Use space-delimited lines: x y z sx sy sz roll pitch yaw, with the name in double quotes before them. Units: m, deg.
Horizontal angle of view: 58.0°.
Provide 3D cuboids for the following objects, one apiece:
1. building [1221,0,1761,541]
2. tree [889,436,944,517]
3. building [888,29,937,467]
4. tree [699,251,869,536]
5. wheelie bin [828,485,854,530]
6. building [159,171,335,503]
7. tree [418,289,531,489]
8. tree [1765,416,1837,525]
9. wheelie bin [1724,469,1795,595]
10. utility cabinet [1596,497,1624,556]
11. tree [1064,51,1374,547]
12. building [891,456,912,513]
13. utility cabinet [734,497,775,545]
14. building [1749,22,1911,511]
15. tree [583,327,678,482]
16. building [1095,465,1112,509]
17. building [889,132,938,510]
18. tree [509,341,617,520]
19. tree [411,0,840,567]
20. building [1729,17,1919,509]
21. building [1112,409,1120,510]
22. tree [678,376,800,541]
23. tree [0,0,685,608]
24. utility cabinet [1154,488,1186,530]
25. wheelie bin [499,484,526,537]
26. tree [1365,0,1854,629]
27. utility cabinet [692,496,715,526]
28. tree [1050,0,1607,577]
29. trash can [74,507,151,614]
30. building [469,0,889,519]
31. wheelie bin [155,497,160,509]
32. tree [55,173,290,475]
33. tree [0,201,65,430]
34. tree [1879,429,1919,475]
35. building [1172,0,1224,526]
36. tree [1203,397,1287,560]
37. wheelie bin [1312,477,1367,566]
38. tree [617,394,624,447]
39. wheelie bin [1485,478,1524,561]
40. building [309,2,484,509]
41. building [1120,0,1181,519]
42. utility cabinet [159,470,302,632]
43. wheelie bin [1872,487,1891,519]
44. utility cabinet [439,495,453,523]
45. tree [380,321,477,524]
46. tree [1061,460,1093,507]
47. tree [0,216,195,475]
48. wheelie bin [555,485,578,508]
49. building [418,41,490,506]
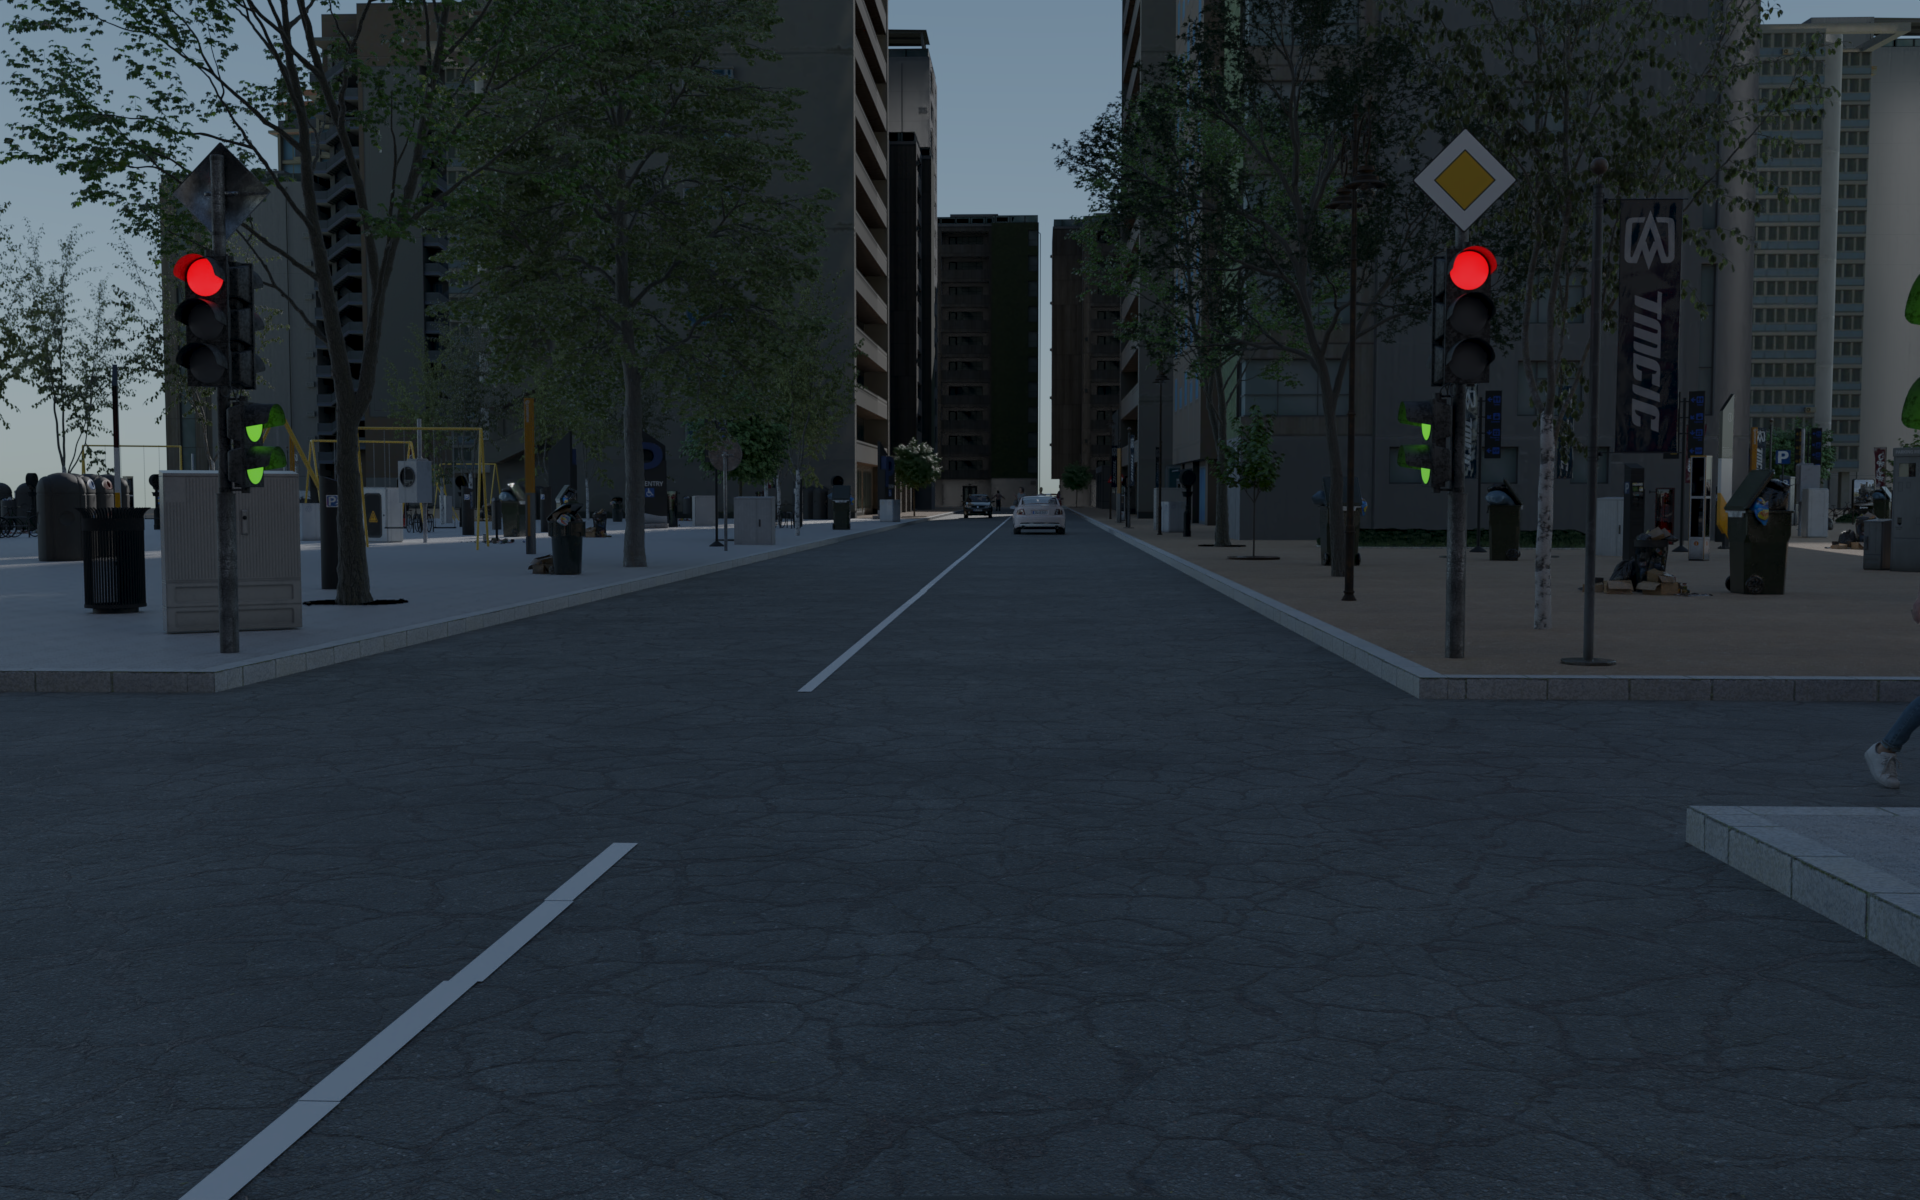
"building" 15.088 -22.620 53.426 14.154 41.232 14.086 0 4 3
"tree" -2.623 -6.988 97.968 4.285 4.588 4.351 0 3 0
"building" -9.155 -28.889 155.926 14.086 41.232 14.154 0 4 3
"tree" -4.956 -6.302 53.405 4.737 8.622 4.395 0 3 0
"wheelie bin" -4.270 -3.322 62.229 0.980 1.594 0.693 0 4 3
"building" -62.862 -23.666 158.644 14.107 30.474 14.160 0 4 3
"tree" -17.715 -6.878 62.819 4.360 8.622 3.978 0 3 0
"tree" 35.195 -5.446 72.756 4.285 4.588 4.351 0 3 0
"wheelie bin" 10.296 -0.881 22.318 0.693 1.594 0.980 0 4 1
"utility cabinet" 13.642 -1.513 35.897 0.306 1.237 1.020 -1 4 -21
"tree" 6.226 -7.104 41.902 9.928 11.665 9.643 0 3 0
"building" -13.926 -41.698 120.014 20.563 71.187 20.611 0 4 3
"utility cabinet" -5.197 -1.997 43.812 1.020 1.237 0.306 1 4 16
"building" 58.533 -27.629 143.621 23.993 40.220 32.217 0 4 3
"tree" -13.160 -7.351 70.550 4.360 8.622 3.978 0 3 0
"building" 22.519 -43.537 150.080 20.563 71.187 20.611 0 4 3
"building" -9.412 -22.428 138.400 14.160 30.474 14.107 0 4 3
"tree" -18.722 -7.871 79.058 4.737 8.622 4.395 0 3 0
"tree" -6.145 -6.867 30.409 7.486 12.596 7.792 0 3 0
"building" 78.276 -28.676 152.441 14.086 41.232 14.154 0 4 3
"building" 22.938 -49.611 123.811 22.319 86.520 31.000 0 4 3
"tree" -5.960 -3.911 47.655 4.285 4.588 4.351 0 3 0
"tree" -7.030 -5.763 19.982 9.928 11.665 9.643 0 3 0
"utility cabinet" 7.434 -3.206 61.099 1.173 1.500 0.318 -1 4 -12
"wheelie bin" -13.403 -2.694 51.953 0.693 1.594 0.980 1 4 12
"tree" 5.782 -4.027 16.198 4.360 8.622 3.978 0 3 0
"utility cabinet" -10.237 -3.573 69.572 1.020 1.237 0.306 -2 4 -34
"tree" 5.880 -5.662 26.981 8.767 10.594 7.601 -1 4 -10
"trash can" -9.147 -0.433 18.734 0.748 1.137 0.748 0 3 0
"building" -15.633 -29.113 99.695 21.300 48.544 21.600 0 4 3
"wheelie bin" -31.764 -3.767 69.495 0.693 1.594 0.980 1 4 9
"tree" -17.355 -5.469 39.784 4.360 8.622 3.978 0 3 0
"tree" -23.685 -5.540 40.940 4.737 8.622 4.395 0 3 0
"tree" 27.824 -3.431 50.706 1.663 3.219 1.824 0 3 0
"building" 16.885 -26.008 75.344 14.600 45.320 14.200 0 4 3
"tree" 5.876 -2.416 34.095 1.663 3.219 1.824 0 3 0
"wheelie bin" 6.791 -1.420 31.126 0.980 1.594 0.693 0 4 -3
"tree" -17.953 -8.188 84.243 4.737 8.622 4.395 0 3 0
"wheelie bin" 10.509 -1.562 33.445 0.693 1.594 0.980 1 4 21
"building" -48.751 -30.997 156.912 14.200 45.320 14.600 0 4 3
"building" 20.374 -29.045 98.593 21.300 48.544 21.600 0 4 3
"utility cabinet" -6.800 -0.458 16.172 1.173 1.500 0.318 -2 4 -31
"wheelie bin" 36.325 -3.687 68.195 0.693 1.594 0.980 3 5 42
"utility cabinet" -22.639 -3.985 76.312 0.306 1.237 1.020 -2 4 -32
"tree" -22.077 -7.490 72.816 4.737 8.622 4.395 0 3 0
"tree" 11.176 -11.148 165.984 4.285 4.588 4.351 0 3 0
"tree" -24.031 -5.898 46.790 4.360 8.622 3.978 0 3 0
"wheelie bin" -13.619 -3.187 60.020 0.693 1.594 0.980 -2 4 -28
"building" -28.913 -27.889 147.869 23.993 40.220 32.217 0 4 3
